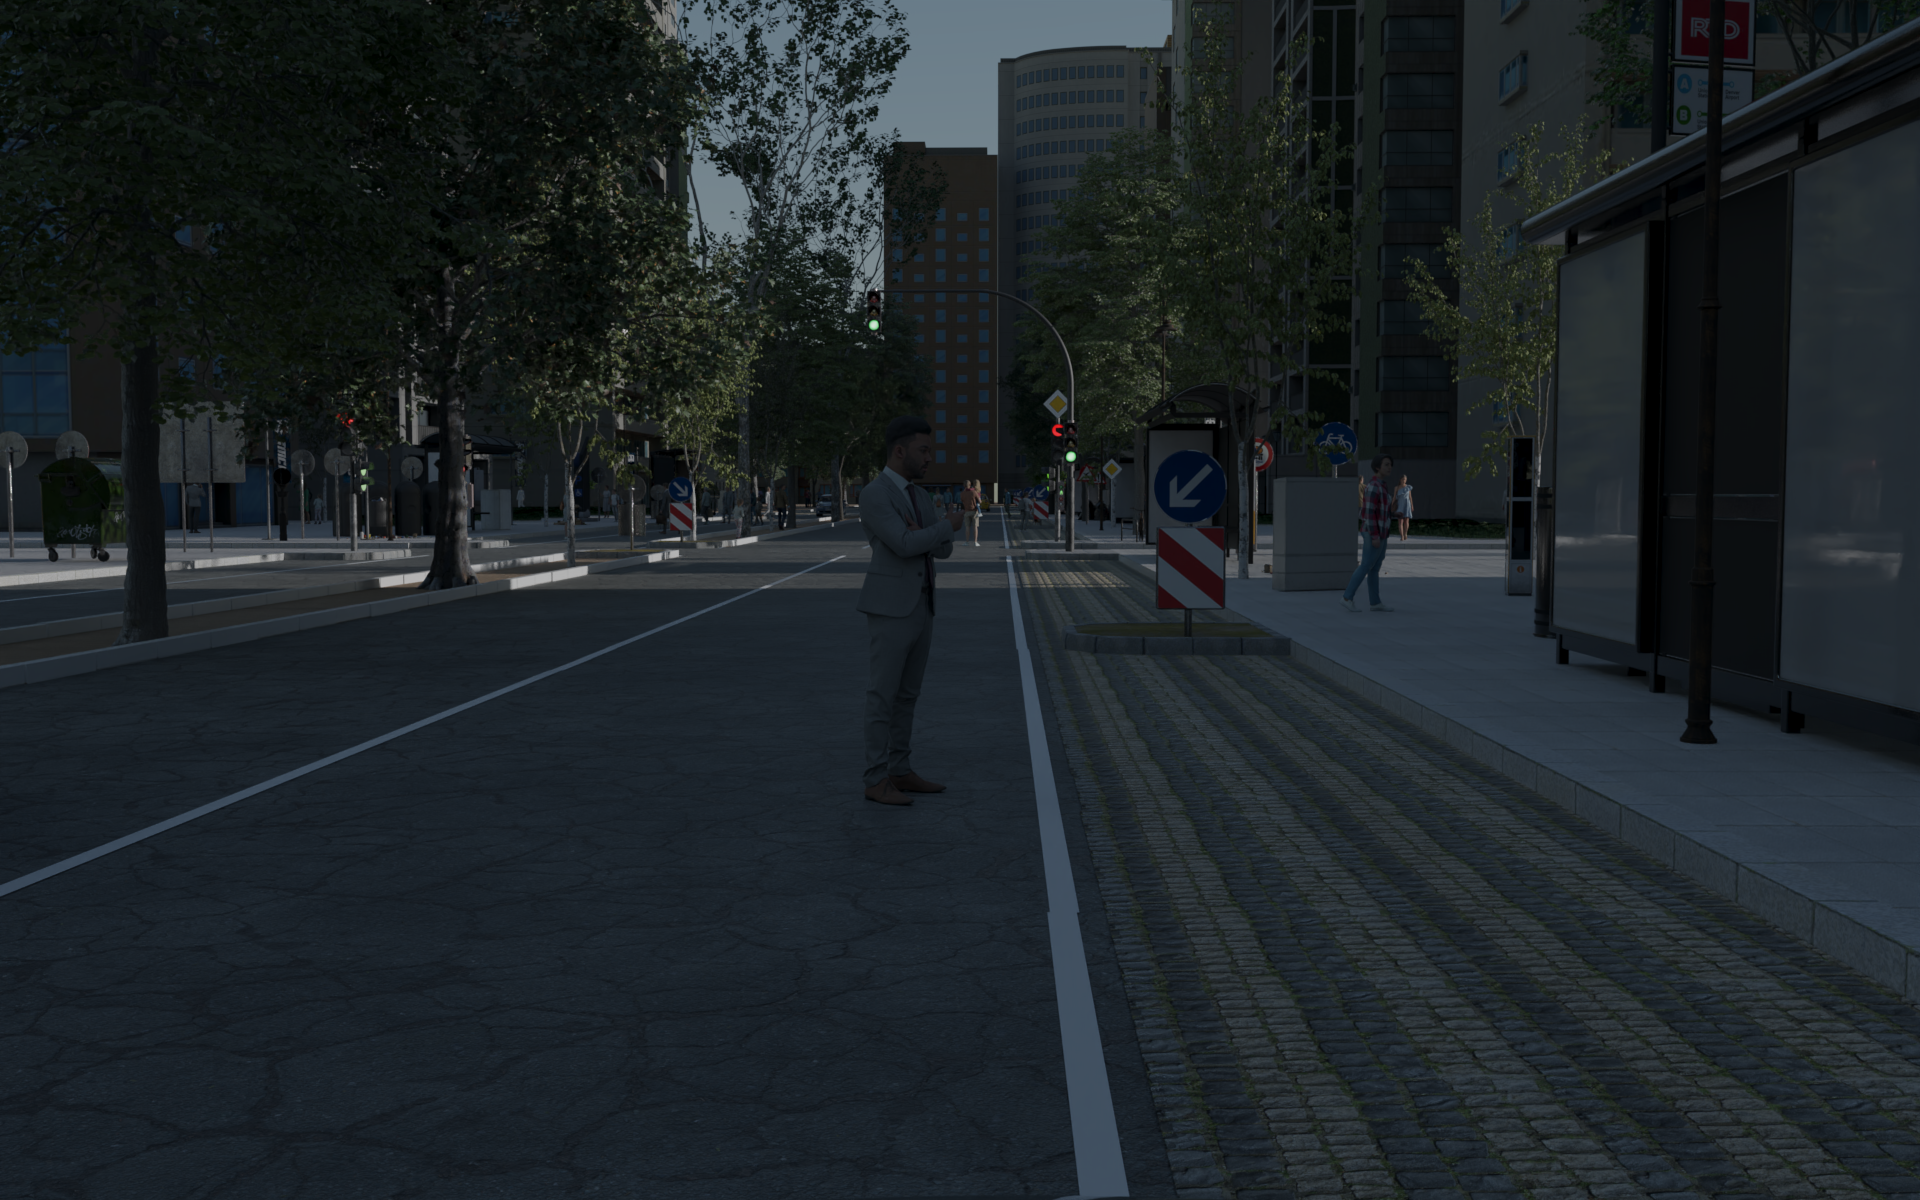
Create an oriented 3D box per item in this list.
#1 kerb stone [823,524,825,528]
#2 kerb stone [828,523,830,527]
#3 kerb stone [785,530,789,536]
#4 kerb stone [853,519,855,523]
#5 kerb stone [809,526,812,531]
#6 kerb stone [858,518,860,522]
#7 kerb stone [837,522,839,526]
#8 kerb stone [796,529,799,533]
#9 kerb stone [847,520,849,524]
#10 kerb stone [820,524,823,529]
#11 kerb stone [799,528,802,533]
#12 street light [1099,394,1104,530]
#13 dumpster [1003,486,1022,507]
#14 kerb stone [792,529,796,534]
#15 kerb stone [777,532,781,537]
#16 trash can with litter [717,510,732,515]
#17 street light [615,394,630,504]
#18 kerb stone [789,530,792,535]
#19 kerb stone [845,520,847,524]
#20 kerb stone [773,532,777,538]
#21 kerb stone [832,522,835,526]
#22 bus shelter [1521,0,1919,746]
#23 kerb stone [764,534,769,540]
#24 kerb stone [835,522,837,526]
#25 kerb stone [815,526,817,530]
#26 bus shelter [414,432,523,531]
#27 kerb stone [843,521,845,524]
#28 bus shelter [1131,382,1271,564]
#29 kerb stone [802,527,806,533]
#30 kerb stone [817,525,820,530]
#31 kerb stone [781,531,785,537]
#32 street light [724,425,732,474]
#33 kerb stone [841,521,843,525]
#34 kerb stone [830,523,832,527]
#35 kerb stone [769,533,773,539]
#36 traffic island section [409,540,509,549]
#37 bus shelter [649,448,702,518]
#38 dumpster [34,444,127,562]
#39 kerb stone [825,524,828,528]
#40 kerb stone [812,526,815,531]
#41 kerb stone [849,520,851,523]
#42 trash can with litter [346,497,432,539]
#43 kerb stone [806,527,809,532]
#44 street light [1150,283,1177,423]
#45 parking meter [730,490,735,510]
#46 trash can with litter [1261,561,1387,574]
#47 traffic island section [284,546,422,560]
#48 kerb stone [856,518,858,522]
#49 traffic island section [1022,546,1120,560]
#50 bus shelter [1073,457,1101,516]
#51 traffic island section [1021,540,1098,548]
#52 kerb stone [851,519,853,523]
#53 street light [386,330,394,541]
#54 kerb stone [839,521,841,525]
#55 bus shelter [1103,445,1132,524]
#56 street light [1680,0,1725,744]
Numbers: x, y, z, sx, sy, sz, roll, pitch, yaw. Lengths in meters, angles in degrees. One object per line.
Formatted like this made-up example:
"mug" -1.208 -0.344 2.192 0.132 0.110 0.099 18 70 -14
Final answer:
"kerb stone" -5.776 -3.010 71.454 0.120 0.150 1.000 0 4 1
"kerb stone" -5.736 -3.138 73.505 0.120 0.150 1.000 0 4 1
"kerb stone" -6.059 -2.261 59.169 0.120 0.150 1.000 0 4 1
"kerb stone" -5.449 -3.891 85.819 0.120 0.150 1.000 0 4 1
"kerb stone" -5.892 -2.700 66.341 0.120 0.150 1.000 0 4 1
"kerb stone" -5.378 -4.079 88.885 0.120 0.150 1.000 0 4 1
"kerb stone" -5.642 -3.389 77.598 0.120 0.150 1.000 0 4 1
"kerb stone" -5.991 -2.449 62.243 0.120 0.150 1.000 0 4 1
"kerb stone" -5.523 -3.702 82.717 0.120 0.150 1.000 0 4 1
"kerb stone" -5.801 -2.950 70.430 0.120 0.150 1.000 0 4 1
"kerb stone" -5.971 -2.511 63.271 0.120 0.150 1.000 0 4 1
"street light" 4.993 -5.393 60.958 0.468 5.910 1.993 0 4 1
"dumpster" 5.550 -10.925 183.570 1.985 2.255 1.502 0 4 0
"kerb stone" -6.006 -2.387 61.219 0.120 0.150 1.000 0 4 1
"kerb stone" -6.104 -2.136 57.121 0.120 0.150 1.000 0 4 1
"trash can with litter" -14.750 -5.956 108.431 1.678 1.210 2.233 0 4 0
"street light" -14.862 -6.355 76.692 0.468 5.910 1.993 0 4 1
"kerb stone" -6.034 -2.324 60.194 0.120 0.150 1.000 0 4 1
"kerb stone" -5.553 -3.634 81.695 0.120 0.150 1.000 0 4 1
"kerb stone" -6.125 -2.068 56.095 0.120 0.150 1.000 0 4 1
"kerb stone" -5.685 -3.263 75.549 0.120 0.150 1.000 0 4 1
"bus shelter" 5.271 -2.070 11.479 2.179 5.291 8.768 0 4 1
"kerb stone" -6.167 -1.948 54.050 0.120 0.150 1.000 0 4 1
"kerb stone" -5.663 -3.326 76.571 0.120 0.150 1.000 0 4 1
"kerb stone" -5.847 -2.822 68.385 0.120 0.150 1.000 0 4 1
"bus shelter" -16.471 -3.945 58.417 2.014 3.302 5.546 0 4 1
"kerb stone" -5.569 -3.576 80.668 0.120 0.150 1.000 0 4 1
"bus shelter" 4.658 -2.456 34.083 2.014 3.302 5.546 0 4 1
"kerb stone" -5.937 -2.575 64.293 0.120 0.150 1.000 0 4 1
"kerb stone" -5.816 -2.887 69.406 0.120 0.150 1.000 0 4 1
"kerb stone" -6.080 -2.195 58.147 0.120 0.150 1.000 0 4 1
"street light" -14.177 -8.151 106.052 0.468 5.910 1.993 0 4 1
"kerb stone" -5.591 -3.514 79.646 0.120 0.150 1.000 0 4 1
"kerb stone" -5.708 -3.201 74.527 0.120 0.150 1.000 0 4 1
"kerb stone" -6.152 -2.011 55.072 0.120 0.150 1.000 0 4 1
"traffic island section" -13.493 -1.513 47.021 2.009 0.180 2.903 0 4 1
"bus shelter" -14.969 -6.126 91.445 1.731 3.624 6.357 0 4 1
"dumpster" -16.662 -1.892 33.433 1.502 2.255 1.985 0 4 1
"kerb stone" -5.752 -3.064 72.481 0.120 0.150 1.000 0 4 1
"kerb stone" -5.870 -2.763 67.363 0.120 0.150 1.000 0 4 1
"kerb stone" -5.507 -3.764 83.741 0.120 0.150 1.000 0 4 1
"trash can with litter" -16.434 -2.382 50.002 2.233 1.210 1.678 0 4 -6
"kerb stone" -5.914 -2.636 65.318 0.120 0.150 1.000 0 4 1
"street light" 4.471 -3.997 38.146 0.468 5.910 1.993 0 4 1
"parking meter" -15.566 -6.713 118.163 0.372 1.533 0.369 0 3 0
"trash can with litter" 5.582 -1.024 27.800 2.233 1.210 1.678 3 4 36
"traffic island section" -13.673 -1.025 39.038 2.009 0.180 2.903 0 4 1
"kerb stone" -5.401 -4.016 87.863 0.120 0.150 1.000 0 4 1
"traffic island section" 2.464 -1.002 38.670 2.009 0.180 2.903 0 4 1
"bus shelter" 7.218 -6.281 96.612 2.014 3.302 5.546 0 4 1
"traffic island section" 2.644 -1.491 46.653 2.009 0.180 2.903 0 4 1
"kerb stone" -5.475 -3.828 84.781 0.120 0.150 1.000 0 4 1
"street light" -15.621 -4.559 47.334 0.468 5.910 1.993 0 4 1
"kerb stone" -5.610 -3.451 78.624 0.120 0.150 1.000 0 4 1
"bus shelter" 7.227 -4.828 72.857 2.014 3.302 5.546 0 4 1
"street light" 3.822 -2.202 8.786 0.468 5.910 1.993 0 4 1
